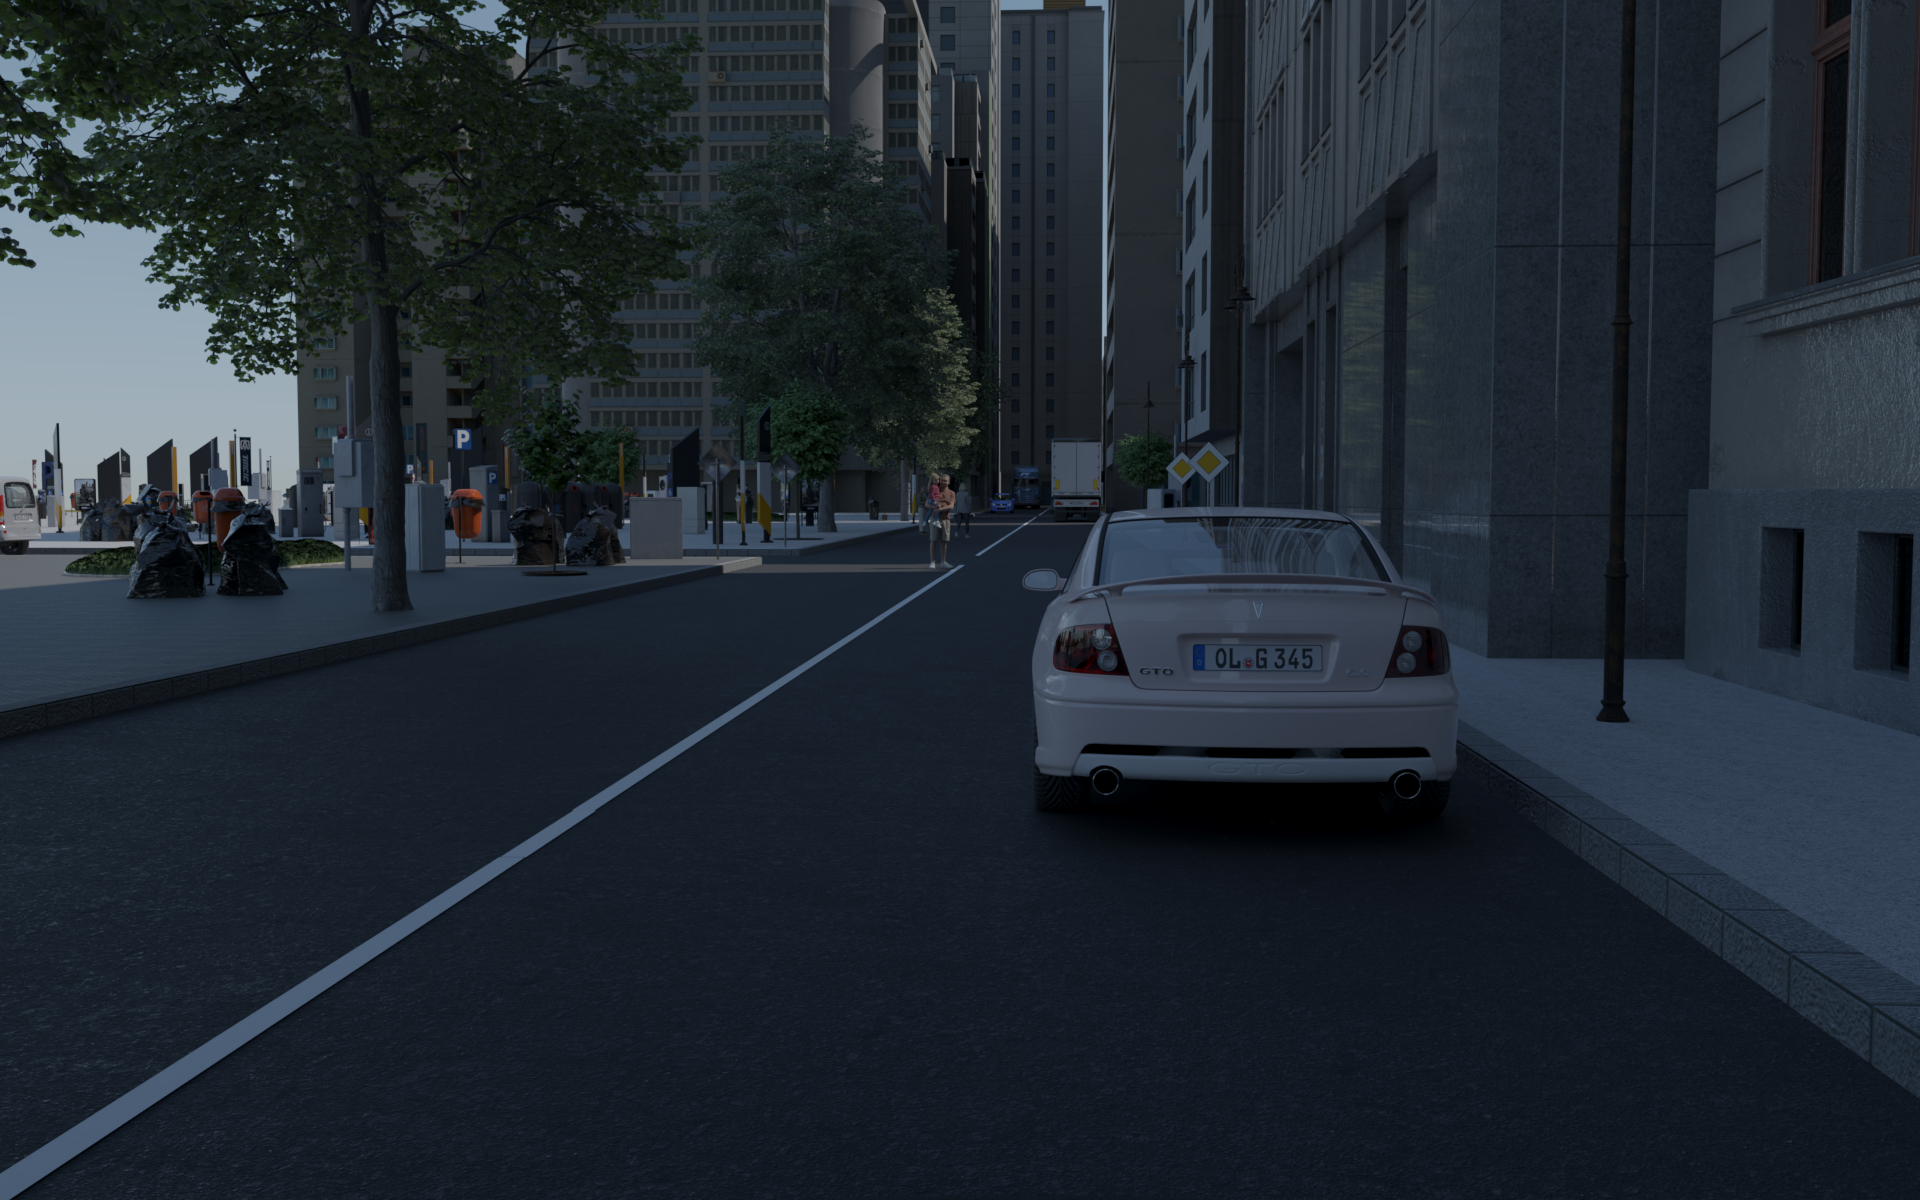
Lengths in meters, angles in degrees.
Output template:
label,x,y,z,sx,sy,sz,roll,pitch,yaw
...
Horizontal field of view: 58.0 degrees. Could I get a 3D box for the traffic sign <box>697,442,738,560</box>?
label,x,y,z,sx,sy,sz,roll,pitch,yaw
traffic sign,-4.724,-1.842,33.754,0.795,2.450,0.064,0,4,4

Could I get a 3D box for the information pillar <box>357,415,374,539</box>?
label,x,y,z,sx,sy,sz,roll,pitch,yaw
information pillar,-17.093,-3.585,49.971,0.504,3.616,0.183,0,4,-5

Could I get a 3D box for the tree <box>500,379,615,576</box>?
label,x,y,z,sx,sy,sz,roll,pitch,yaw
tree,-6.297,-2.006,27.397,1.663,3.219,1.824,0,3,0

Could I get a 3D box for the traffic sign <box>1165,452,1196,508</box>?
label,x,y,z,sx,sy,sz,roll,pitch,yaw
traffic sign,5.264,-2.291,41.093,0.795,2.450,0.064,0,4,4

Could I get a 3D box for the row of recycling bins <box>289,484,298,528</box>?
label,x,y,z,sx,sy,sz,roll,pitch,yaw
row of recycling bins,-25.595,-3.701,67.625,1.069,1.692,3.534,-1,4,-18

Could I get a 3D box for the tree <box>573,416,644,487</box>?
label,x,y,z,sx,sy,sz,roll,pitch,yaw
tree,-14.848,-5.468,73.115,4.285,4.588,4.351,0,3,0

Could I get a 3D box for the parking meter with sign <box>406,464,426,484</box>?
label,x,y,z,sx,sy,sz,roll,pitch,yaw
parking meter with sign,-32.057,-6.520,102.855,0.543,3.016,1.738,1,4,22

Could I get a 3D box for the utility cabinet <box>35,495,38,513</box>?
label,x,y,z,sx,sy,sz,roll,pitch,yaw
utility cabinet,-56.923,-5.799,105.973,1.020,1.237,0.306,-3,5,-41

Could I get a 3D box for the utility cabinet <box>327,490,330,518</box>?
label,x,y,z,sx,sy,sz,roll,pitch,yaw
utility cabinet,-33.177,-5.101,92.079,1.173,1.500,0.318,3,4,38

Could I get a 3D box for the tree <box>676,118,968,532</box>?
label,x,y,z,sx,sy,sz,roll,pitch,yaw
tree,-4.573,-9.244,57.799,9.857,13.997,8.962,0,3,0

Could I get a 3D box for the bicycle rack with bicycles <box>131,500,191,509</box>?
label,x,y,z,sx,sy,sz,roll,pitch,yaw
bicycle rack with bicycles,-47.563,-5.407,101.786,2.925,0.926,2.852,1,4,15

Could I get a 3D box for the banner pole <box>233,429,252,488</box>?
label,x,y,z,sx,sy,sz,roll,pitch,yaw
banner pole,-27.580,-4.679,66.525,0.401,3.779,0.863,3,5,41

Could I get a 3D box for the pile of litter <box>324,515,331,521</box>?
label,x,y,z,sx,sy,sz,roll,pitch,yaw
pile of litter,-30.043,-4.146,81.755,1.176,0.858,1.719,-1,4,-18

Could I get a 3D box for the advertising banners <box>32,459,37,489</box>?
label,x,y,z,sx,sy,sz,roll,pitch,yaw
advertising banners,-46.607,-5.532,86.641,0.090,3.025,2.074,0,4,-4

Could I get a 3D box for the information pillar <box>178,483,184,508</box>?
label,x,y,z,sx,sy,sz,roll,pitch,yaw
information pillar,-53.663,-7.025,119.342,0.304,2.012,0.304,-1,4,-12

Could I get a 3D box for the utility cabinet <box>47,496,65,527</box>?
label,x,y,z,sx,sy,sz,roll,pitch,yaw
utility cabinet,-35.098,-3.431,67.266,0.306,1.237,1.020,0,4,-7

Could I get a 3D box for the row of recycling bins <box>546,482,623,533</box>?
label,x,y,z,sx,sy,sz,roll,pitch,yaw
row of recycling bins,-13.352,-3.384,62.440,1.069,1.692,3.534,1,4,20

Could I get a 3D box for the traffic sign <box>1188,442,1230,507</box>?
label,x,y,z,sx,sy,sz,roll,pitch,yaw
traffic sign,4.749,-1.803,33.125,0.795,2.450,0.064,0,4,4

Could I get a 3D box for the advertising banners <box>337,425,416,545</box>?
label,x,y,z,sx,sy,sz,roll,pitch,yaw
advertising banners,-14.698,-2.907,43.724,2.074,3.025,0.090,0,4,6

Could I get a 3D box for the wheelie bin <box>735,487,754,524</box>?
label,x,y,z,sx,sy,sz,roll,pitch,yaw
wheelie bin,-9.372,-4.132,75.465,0.693,1.594,0.980,-2,4,-30

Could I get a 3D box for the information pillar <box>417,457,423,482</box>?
label,x,y,z,sx,sy,sz,roll,pitch,yaw
information pillar,-34.042,-7.206,109.179,0.504,3.616,0.183,3,5,40

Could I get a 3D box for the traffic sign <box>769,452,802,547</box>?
label,x,y,z,sx,sy,sz,roll,pitch,yaw
traffic sign,-4.210,-2.329,41.723,0.795,2.450,0.064,0,4,4

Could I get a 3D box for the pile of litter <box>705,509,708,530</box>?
label,x,y,z,sx,sy,sz,roll,pitch,yaw
pile of litter,-9.478,-2.910,61.547,1.176,0.858,1.719,1,4,10

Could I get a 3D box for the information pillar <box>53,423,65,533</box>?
label,x,y,z,sx,sy,sz,roll,pitch,yaw
information pillar,-29.781,-4.025,57.161,0.183,3.616,0.504,-3,5,-41

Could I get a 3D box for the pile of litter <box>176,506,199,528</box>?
label,x,y,z,sx,sy,sz,roll,pitch,yaw
pile of litter,-29.290,-3.135,65.225,1.719,0.858,1.176,2,4,31

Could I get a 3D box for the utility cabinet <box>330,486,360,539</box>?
label,x,y,z,sx,sy,sz,roll,pitch,yaw
utility cabinet,-17.230,-2.446,48.677,0.318,1.500,1.173,0,4,2

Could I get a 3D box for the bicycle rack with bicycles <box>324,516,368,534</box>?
label,x,y,z,sx,sy,sz,roll,pitch,yaw
bicycle rack with bicycles,-20.089,-2.606,55.991,2.852,0.926,2.925,0,4,-8

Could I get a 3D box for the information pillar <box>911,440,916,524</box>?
label,x,y,z,sx,sy,sz,roll,pitch,yaw
information pillar,-1.983,-5.089,74.564,0.183,3.616,0.504,-1,4,-11

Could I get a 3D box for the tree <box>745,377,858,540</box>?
label,x,y,z,sx,sy,sz,roll,pitch,yaw
tree,-4.489,-3.976,48.716,4.285,4.588,4.351,0,3,0

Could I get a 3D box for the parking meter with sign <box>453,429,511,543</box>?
label,x,y,z,sx,sy,sz,roll,pitch,yaw
parking meter with sign,-12.658,-3.044,46.023,1.738,3.016,0.543,2,4,34

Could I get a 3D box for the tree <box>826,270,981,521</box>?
label,x,y,z,sx,sy,sz,roll,pitch,yaw
tree,-3.049,-10.058,82.582,7.486,12.596,7.792,0,3,0

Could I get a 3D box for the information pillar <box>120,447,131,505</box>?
label,x,y,z,sx,sy,sz,roll,pitch,yaw
information pillar,-41.895,-5.849,86.985,0.183,3.616,0.504,2,4,31

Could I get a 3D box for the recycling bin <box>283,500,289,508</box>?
label,x,y,z,sx,sy,sz,roll,pitch,yaw
recycling bin,-30.345,-4.056,78.866,0.722,1.027,0.722,0,4,-6

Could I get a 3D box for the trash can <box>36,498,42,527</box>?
label,x,y,z,sx,sy,sz,roll,pitch,yaw
trash can,-34.713,-3.248,64.756,0.748,1.137,0.748,0,3,0

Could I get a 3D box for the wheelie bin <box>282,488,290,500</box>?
label,x,y,z,sx,sy,sz,roll,pitch,yaw
wheelie bin,-36.318,-5.274,94.138,0.980,1.594,0.693,-2,4,-26

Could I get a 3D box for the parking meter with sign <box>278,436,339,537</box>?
label,x,y,z,sx,sy,sz,roll,pitch,yaw
parking meter with sign,-19.463,-3.397,51.799,1.738,3.016,0.543,-3,4,-36

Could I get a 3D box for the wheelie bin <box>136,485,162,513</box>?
label,x,y,z,sx,sy,sz,roll,pitch,yaw
wheelie bin,-26.781,-3.019,57.264,0.693,1.594,0.980,-3,5,-40

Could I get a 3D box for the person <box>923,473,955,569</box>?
label,x,y,z,sx,sy,sz,roll,pitch,yaw
person,-0.423,-1.526,33.429,0.573,1.828,0.580,2,4,33

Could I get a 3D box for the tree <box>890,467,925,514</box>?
label,x,y,z,sx,sy,sz,roll,pitch,yaw
tree,-3.201,-9.823,110.970,4.360,8.622,3.978,0,3,0

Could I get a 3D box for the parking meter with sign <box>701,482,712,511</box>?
label,x,y,z,sx,sy,sz,roll,pitch,yaw
parking meter with sign,-16.296,-7.042,111.397,1.738,3.016,0.543,-1,4,-9

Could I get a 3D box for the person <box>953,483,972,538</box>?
label,x,y,z,sx,sy,sz,roll,pitch,yaw
person,0.028,-2.898,56.070,0.709,1.800,0.728,2,4,35

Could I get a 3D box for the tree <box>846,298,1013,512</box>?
label,x,y,z,sx,sy,sz,roll,pitch,yaw
tree,-1.761,-11.192,99.992,9.611,12.733,9.660,0,3,0

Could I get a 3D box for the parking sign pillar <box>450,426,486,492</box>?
label,x,y,z,sx,sy,sz,roll,pitch,yaw
parking sign pillar,-19.462,-4.898,68.560,1.447,3.967,1.447,0,4,5

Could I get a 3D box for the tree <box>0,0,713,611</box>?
label,x,y,z,sx,sy,sz,roll,pitch,yaw
tree,-6.744,-6.160,18.835,7.486,12.596,7.792,0,3,0

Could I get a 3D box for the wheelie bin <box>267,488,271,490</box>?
label,x,y,z,sx,sy,sz,roll,pitch,yaw
wheelie bin,-34.670,-4.818,86.683,0.693,1.594,0.980,1,4,12

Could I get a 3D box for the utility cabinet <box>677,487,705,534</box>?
label,x,y,z,sx,sy,sz,roll,pitch,yaw
utility cabinet,-8.625,-2.870,55.596,0.318,1.500,1.173,-3,5,-41

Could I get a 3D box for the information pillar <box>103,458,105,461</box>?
label,x,y,z,sx,sy,sz,roll,pitch,yaw
information pillar,-55.223,-7.380,112.014,0.504,3.616,0.183,3,5,41

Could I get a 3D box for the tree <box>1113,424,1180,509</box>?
label,x,y,z,sx,sy,sz,roll,pitch,yaw
tree,8.807,-5.953,81.039,4.285,4.588,4.351,0,3,0

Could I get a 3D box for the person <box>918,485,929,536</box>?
label,x,y,z,sx,sy,sz,roll,pitch,yaw
person,-1.248,-3.106,59.825,0.362,1.759,0.519,1,4,21

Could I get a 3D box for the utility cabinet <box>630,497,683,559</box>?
label,x,y,z,sx,sy,sz,roll,pitch,yaw
utility cabinet,-6.000,-1.411,34.224,1.020,1.237,0.306,-1,4,-9

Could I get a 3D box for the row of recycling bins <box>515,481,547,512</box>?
label,x,y,z,sx,sy,sz,roll,pitch,yaw
row of recycling bins,-16.003,-3.683,67.329,1.069,1.692,3.534,-3,4,-38

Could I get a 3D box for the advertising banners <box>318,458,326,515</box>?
label,x,y,z,sx,sy,sz,roll,pitch,yaw
advertising banners,-31.059,-5.390,84.318,0.090,3.025,2.074,-1,4,-10

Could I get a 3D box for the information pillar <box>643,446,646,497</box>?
label,x,y,z,sx,sy,sz,roll,pitch,yaw
information pillar,-15.225,-5.645,83.650,0.183,3.616,0.504,0,4,-4

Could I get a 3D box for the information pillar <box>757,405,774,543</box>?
label,x,y,z,sx,sy,sz,roll,pitch,yaw
information pillar,-5.128,-3.306,45.407,0.183,3.616,0.504,2,4,32

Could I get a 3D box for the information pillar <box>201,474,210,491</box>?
label,x,y,z,sx,sy,sz,roll,pitch,yaw
information pillar,-27.665,-3.616,63.615,0.304,2.012,0.304,-2,4,-35

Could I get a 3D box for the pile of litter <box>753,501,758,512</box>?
label,x,y,z,sx,sy,sz,roll,pitch,yaw
pile of litter,-13.957,-6.223,115.705,1.719,0.858,1.176,1,4,10

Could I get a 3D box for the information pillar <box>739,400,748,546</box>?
label,x,y,z,sx,sy,sz,roll,pitch,yaw
information pillar,-5.399,-3.163,43.063,0.183,3.616,0.504,0,4,-3

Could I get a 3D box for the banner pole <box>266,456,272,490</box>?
label,x,y,z,sx,sy,sz,roll,pitch,yaw
banner pole,-45.135,-7.536,113.225,0.401,3.779,0.863,0,4,3

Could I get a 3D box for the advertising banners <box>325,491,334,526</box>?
label,x,y,z,sx,sy,sz,roll,pitch,yaw
advertising banners,-25.002,-4.547,70.527,0.090,3.025,2.074,1,4,19
